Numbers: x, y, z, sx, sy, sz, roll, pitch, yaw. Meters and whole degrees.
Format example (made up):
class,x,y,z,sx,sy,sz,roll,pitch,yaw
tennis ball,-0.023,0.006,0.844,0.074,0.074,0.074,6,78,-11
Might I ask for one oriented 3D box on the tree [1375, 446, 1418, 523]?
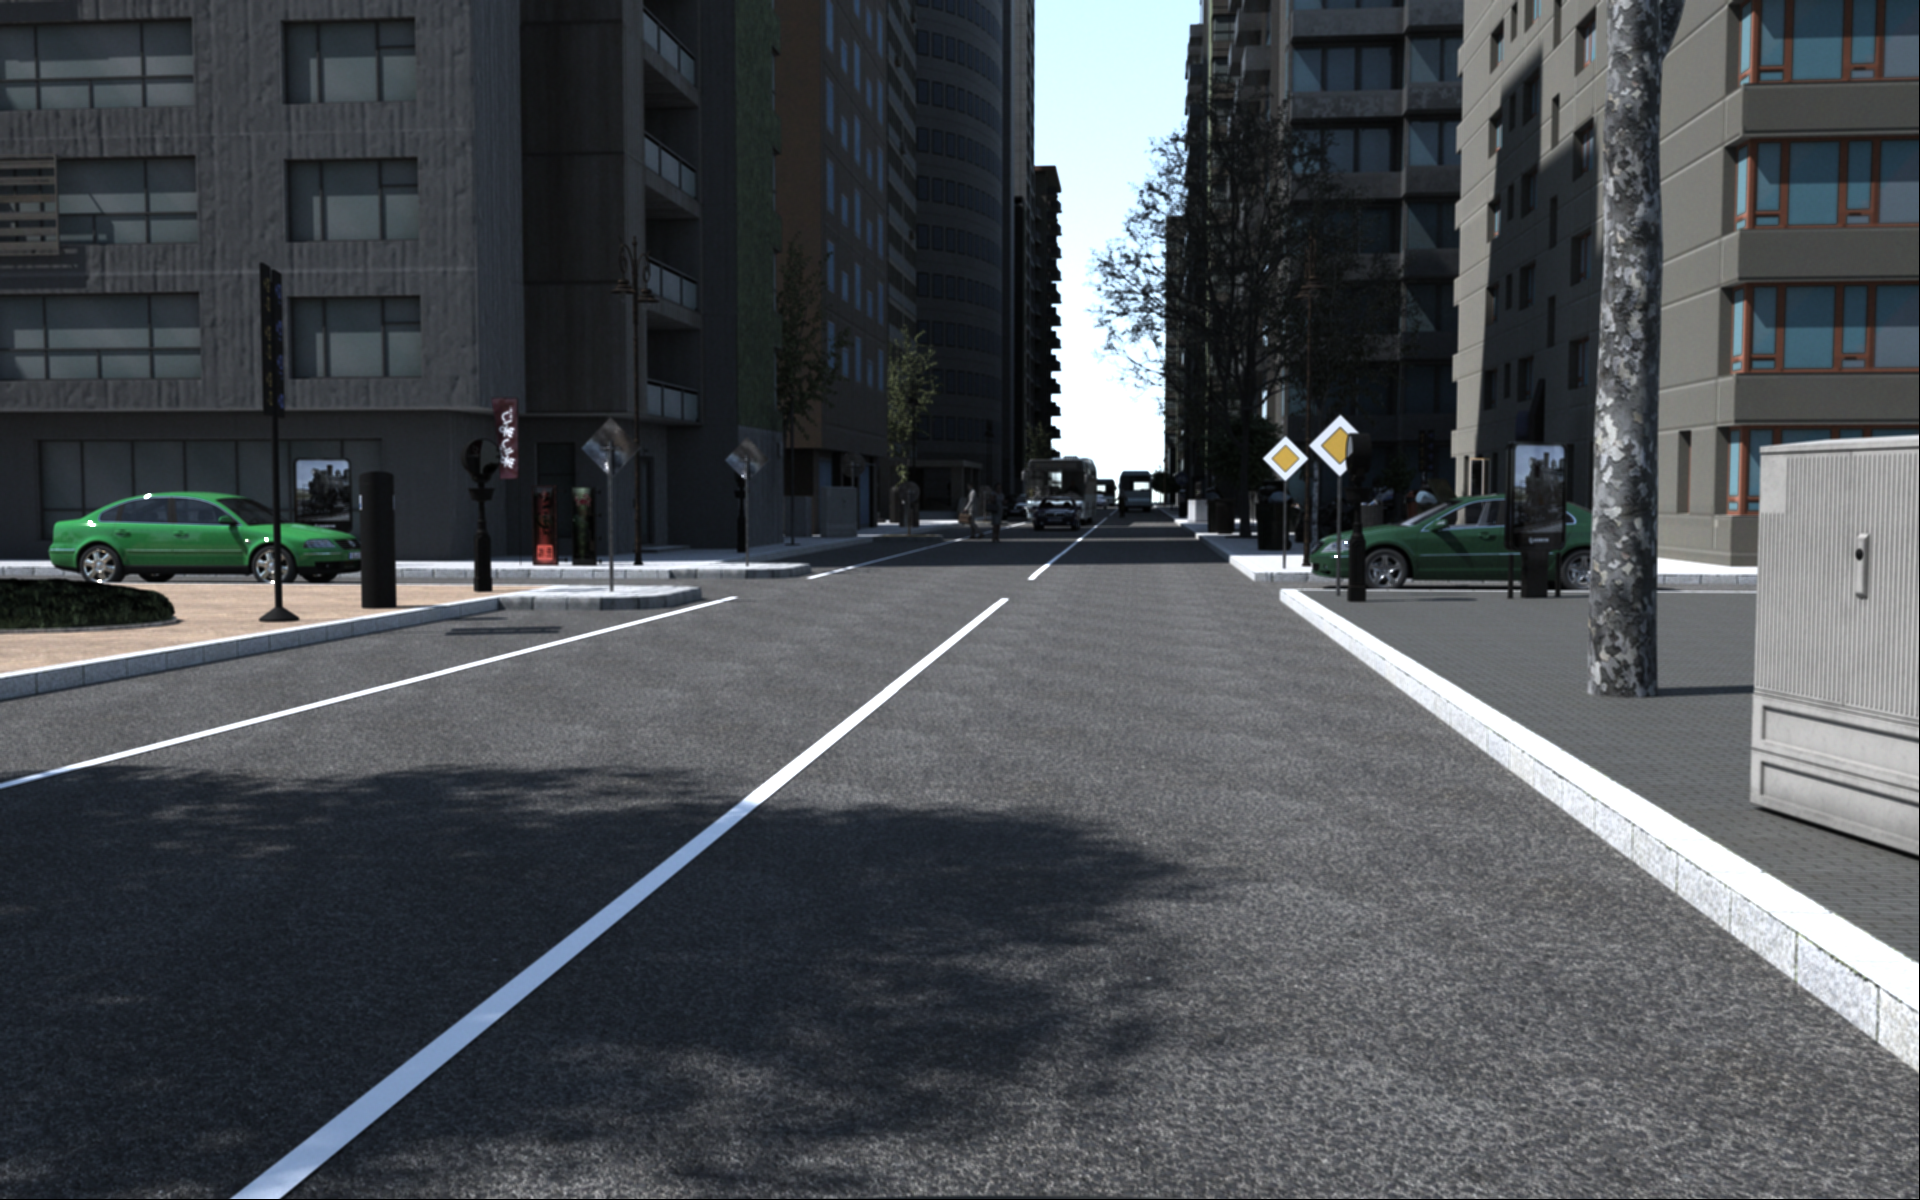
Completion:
class,x,y,z,sx,sy,sz,roll,pitch,yaw
tree,17.563,-4.597,69.757,1.663,3.219,1.824,0,3,0

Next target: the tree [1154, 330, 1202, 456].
class,x,y,z,sx,sy,sz,roll,pitch,yaw
tree,10.237,-7.395,71.264,4.360,8.622,3.978,0,3,0

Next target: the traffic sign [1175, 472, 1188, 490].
class,x,y,z,sx,sy,sz,roll,pitch,yaw
traffic sign,12.980,-6.194,101.371,0.768,2.556,0.104,0,4,6

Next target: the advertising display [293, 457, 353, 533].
class,x,y,z,sx,sy,sz,roll,pitch,yaw
advertising display,-11.300,-1.561,30.732,0.974,1.923,0.123,-2,4,-30

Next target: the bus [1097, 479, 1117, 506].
class,x,y,z,sx,sy,sz,roll,pitch,yaw
bus,17.002,-12.791,203.990,2.948,3.499,13.247,0,4,5

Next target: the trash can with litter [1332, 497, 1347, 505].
class,x,y,z,sx,sy,sz,roll,pitch,yaw
trash can with litter,16.055,-3.733,72.422,1.055,1.170,0.624,-3,4,-38

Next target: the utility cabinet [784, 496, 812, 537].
class,x,y,z,sx,sy,sz,roll,pitch,yaw
utility cabinet,-4.846,-2.496,51.963,0.306,1.237,1.020,-3,5,-43

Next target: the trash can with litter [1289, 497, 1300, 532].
class,x,y,z,sx,sy,sz,roll,pitch,yaw
trash can with litter,10.826,-2.836,57.756,1.055,1.170,0.624,1,4,14

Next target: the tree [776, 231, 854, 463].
class,x,y,z,sx,sy,sz,roll,pitch,yaw
tree,-5.148,-6.059,49.434,4.737,8.622,4.395,0,3,0

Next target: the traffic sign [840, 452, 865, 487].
class,x,y,z,sx,sy,sz,roll,pitch,yaw
traffic sign,-3.260,-3.212,52.626,0.768,2.556,0.104,0,4,6

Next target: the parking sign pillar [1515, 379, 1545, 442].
class,x,y,z,sx,sy,sz,roll,pitch,yaw
parking sign pillar,13.163,-3.153,40.022,1.447,3.967,1.447,2,4,27

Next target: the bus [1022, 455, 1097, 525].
class,x,y,z,sx,sy,sz,roll,pitch,yaw
bus,4.911,-5.340,82.172,2.948,3.499,13.247,0,4,7

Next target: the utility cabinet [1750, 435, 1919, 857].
class,x,y,z,sx,sy,sz,roll,pitch,yaw
utility cabinet,3.422,0.136,6.458,0.318,1.500,1.173,0,4,-6

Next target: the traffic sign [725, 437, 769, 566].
class,x,y,z,sx,sy,sz,roll,pitch,yaw
traffic sign,-3.772,-1.654,30.679,0.795,2.450,0.064,0,4,6

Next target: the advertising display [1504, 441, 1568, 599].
class,x,y,z,sx,sy,sz,roll,pitch,yaw
advertising display,7.129,-0.993,21.450,0.974,1.923,0.123,-2,4,-31

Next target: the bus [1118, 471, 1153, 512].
class,x,y,z,sx,sy,sz,roll,pitch,yaw
bus,14.442,-9.024,142.396,2.948,3.499,13.247,0,4,6

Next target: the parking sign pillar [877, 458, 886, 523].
class,x,y,z,sx,sy,sz,roll,pitch,yaw
parking sign pillar,-4.075,-5.496,78.332,1.447,3.967,1.447,1,4,22

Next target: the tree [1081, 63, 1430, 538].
class,x,y,z,sx,sy,sz,roll,pitch,yaw
tree,8.211,-8.561,50.345,12.009,13.543,11.850,0,3,0

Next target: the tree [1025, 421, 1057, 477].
class,x,y,z,sx,sy,sz,roll,pitch,yaw
tree,7.719,-13.667,173.824,4.737,8.622,4.395,0,3,0

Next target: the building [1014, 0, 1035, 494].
class,x,y,z,sx,sy,sz,roll,pitch,yaw
building,0.365,-46.638,200.780,20.563,71.187,20.611,0,4,6

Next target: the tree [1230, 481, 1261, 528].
class,x,y,z,sx,sy,sz,roll,pitch,yaw
tree,11.215,-4.356,65.828,1.663,3.219,1.824,0,3,0

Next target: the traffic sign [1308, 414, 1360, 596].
class,x,y,z,sx,sy,sz,roll,pitch,yaw
traffic sign,4.762,-1.108,21.766,0.795,2.450,0.064,0,4,6

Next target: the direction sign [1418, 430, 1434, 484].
class,x,y,z,sx,sy,sz,roll,pitch,yaw
direction sign,16.454,-4.232,61.188,0.379,3.537,0.876,-1,4,-20

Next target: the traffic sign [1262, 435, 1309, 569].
class,x,y,z,sx,sy,sz,roll,pitch,yaw
traffic sign,5.572,-1.594,29.710,0.795,2.450,0.064,0,4,6

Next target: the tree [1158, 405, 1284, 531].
class,x,y,z,sx,sy,sz,roll,pitch,yaw
tree,10.113,-4.711,60.743,4.285,4.588,4.351,0,3,0

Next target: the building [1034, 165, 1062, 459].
class,x,y,z,sx,sy,sz,roll,pitch,yaw
building,1.934,-34.962,226.247,22.147,44.769,28.867,0,4,6

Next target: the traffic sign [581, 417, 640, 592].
class,x,y,z,sx,sy,sz,roll,pitch,yaw
traffic sign,-4.582,-1.168,22.735,0.795,2.450,0.064,0,4,6

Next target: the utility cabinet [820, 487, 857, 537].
class,x,y,z,sx,sy,sz,roll,pitch,yaw
utility cabinet,-3.573,-2.600,51.194,1.173,1.500,0.318,-3,5,-43

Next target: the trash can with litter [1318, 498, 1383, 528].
class,x,y,z,sx,sy,sz,roll,pitch,yaw
trash can with litter,8.049,-1.313,32.526,2.233,1.210,1.678,2,4,25

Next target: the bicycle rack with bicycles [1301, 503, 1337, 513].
class,x,y,z,sx,sy,sz,roll,pitch,yaw
bicycle rack with bicycles,14.253,-3.218,65.996,2.852,0.926,2.925,-2,4,-30

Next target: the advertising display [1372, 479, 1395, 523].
class,x,y,z,sx,sy,sz,roll,pitch,yaw
advertising display,17.594,-4.079,71.908,0.974,1.923,0.123,3,4,38

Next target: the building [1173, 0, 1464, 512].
class,x,y,z,sx,sy,sz,roll,pitch,yaw
building,32.261,-33.166,161.876,23.786,49.044,30.456,0,4,6

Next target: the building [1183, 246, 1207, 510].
class,x,y,z,sx,sy,sz,roll,pitch,yaw
building,31.431,-17.590,132.641,27.650,21.520,28.899,0,4,6

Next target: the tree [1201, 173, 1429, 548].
class,x,y,z,sx,sy,sz,roll,pitch,yaw
tree,8.618,-5.534,40.837,4.360,8.622,3.978,0,3,0

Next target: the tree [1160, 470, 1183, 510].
class,x,y,z,sx,sy,sz,roll,pitch,yaw
tree,17.084,-8.779,138.138,1.663,3.219,1.824,0,3,0

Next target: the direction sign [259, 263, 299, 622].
class,x,y,z,sx,sy,sz,roll,pitch,yaw
direction sign,-6.902,-1.557,17.451,0.379,3.537,0.876,-1,4,-10

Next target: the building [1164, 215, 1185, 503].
class,x,y,z,sx,sy,sz,roll,pitch,yaw
building,37.224,-34.950,255.023,14.154,41.232,14.086,0,4,6

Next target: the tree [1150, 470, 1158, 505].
class,x,y,z,sx,sy,sz,roll,pitch,yaw
tree,24.478,-13.918,211.279,4.285,4.588,4.351,0,3,0

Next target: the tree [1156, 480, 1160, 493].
class,x,y,z,sx,sy,sz,roll,pitch,yaw
tree,23.674,-12.706,202.348,1.663,3.219,1.824,0,3,0

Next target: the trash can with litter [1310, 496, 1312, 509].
class,x,y,z,sx,sy,sz,roll,pitch,yaw
trash can with litter,14.151,-3.637,70.523,1.678,1.210,2.233,-3,5,-40

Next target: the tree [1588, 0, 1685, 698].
class,x,y,z,sx,sy,sz,roll,pitch,yaw
tree,4.736,-9.371,9.109,12.611,20.169,13.585,0,3,0

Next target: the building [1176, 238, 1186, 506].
class,x,y,z,sx,sy,sz,roll,pitch,yaw
building,31.563,-25.950,195.977,14.160,30.474,14.107,0,4,6

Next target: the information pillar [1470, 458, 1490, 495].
class,x,y,z,sx,sy,sz,roll,pitch,yaw
information pillar,10.734,-1.915,35.796,0.304,2.012,0.304,3,5,41

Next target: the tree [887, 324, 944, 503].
class,x,y,z,sx,sy,sz,roll,pitch,yaw
tree,-2.639,-7.577,74.240,4.737,8.622,4.395,0,3,0

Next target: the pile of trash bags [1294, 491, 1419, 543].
class,x,y,z,sx,sy,sz,roll,pitch,yaw
pile of trash bags,10.656,-2.197,45.673,3.447,1.369,1.912,0,4,-5

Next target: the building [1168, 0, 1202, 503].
class,x,y,z,sx,sy,sz,roll,pitch,yaw
building,39.571,-56.154,230.786,22.319,86.520,31.000,0,4,6
